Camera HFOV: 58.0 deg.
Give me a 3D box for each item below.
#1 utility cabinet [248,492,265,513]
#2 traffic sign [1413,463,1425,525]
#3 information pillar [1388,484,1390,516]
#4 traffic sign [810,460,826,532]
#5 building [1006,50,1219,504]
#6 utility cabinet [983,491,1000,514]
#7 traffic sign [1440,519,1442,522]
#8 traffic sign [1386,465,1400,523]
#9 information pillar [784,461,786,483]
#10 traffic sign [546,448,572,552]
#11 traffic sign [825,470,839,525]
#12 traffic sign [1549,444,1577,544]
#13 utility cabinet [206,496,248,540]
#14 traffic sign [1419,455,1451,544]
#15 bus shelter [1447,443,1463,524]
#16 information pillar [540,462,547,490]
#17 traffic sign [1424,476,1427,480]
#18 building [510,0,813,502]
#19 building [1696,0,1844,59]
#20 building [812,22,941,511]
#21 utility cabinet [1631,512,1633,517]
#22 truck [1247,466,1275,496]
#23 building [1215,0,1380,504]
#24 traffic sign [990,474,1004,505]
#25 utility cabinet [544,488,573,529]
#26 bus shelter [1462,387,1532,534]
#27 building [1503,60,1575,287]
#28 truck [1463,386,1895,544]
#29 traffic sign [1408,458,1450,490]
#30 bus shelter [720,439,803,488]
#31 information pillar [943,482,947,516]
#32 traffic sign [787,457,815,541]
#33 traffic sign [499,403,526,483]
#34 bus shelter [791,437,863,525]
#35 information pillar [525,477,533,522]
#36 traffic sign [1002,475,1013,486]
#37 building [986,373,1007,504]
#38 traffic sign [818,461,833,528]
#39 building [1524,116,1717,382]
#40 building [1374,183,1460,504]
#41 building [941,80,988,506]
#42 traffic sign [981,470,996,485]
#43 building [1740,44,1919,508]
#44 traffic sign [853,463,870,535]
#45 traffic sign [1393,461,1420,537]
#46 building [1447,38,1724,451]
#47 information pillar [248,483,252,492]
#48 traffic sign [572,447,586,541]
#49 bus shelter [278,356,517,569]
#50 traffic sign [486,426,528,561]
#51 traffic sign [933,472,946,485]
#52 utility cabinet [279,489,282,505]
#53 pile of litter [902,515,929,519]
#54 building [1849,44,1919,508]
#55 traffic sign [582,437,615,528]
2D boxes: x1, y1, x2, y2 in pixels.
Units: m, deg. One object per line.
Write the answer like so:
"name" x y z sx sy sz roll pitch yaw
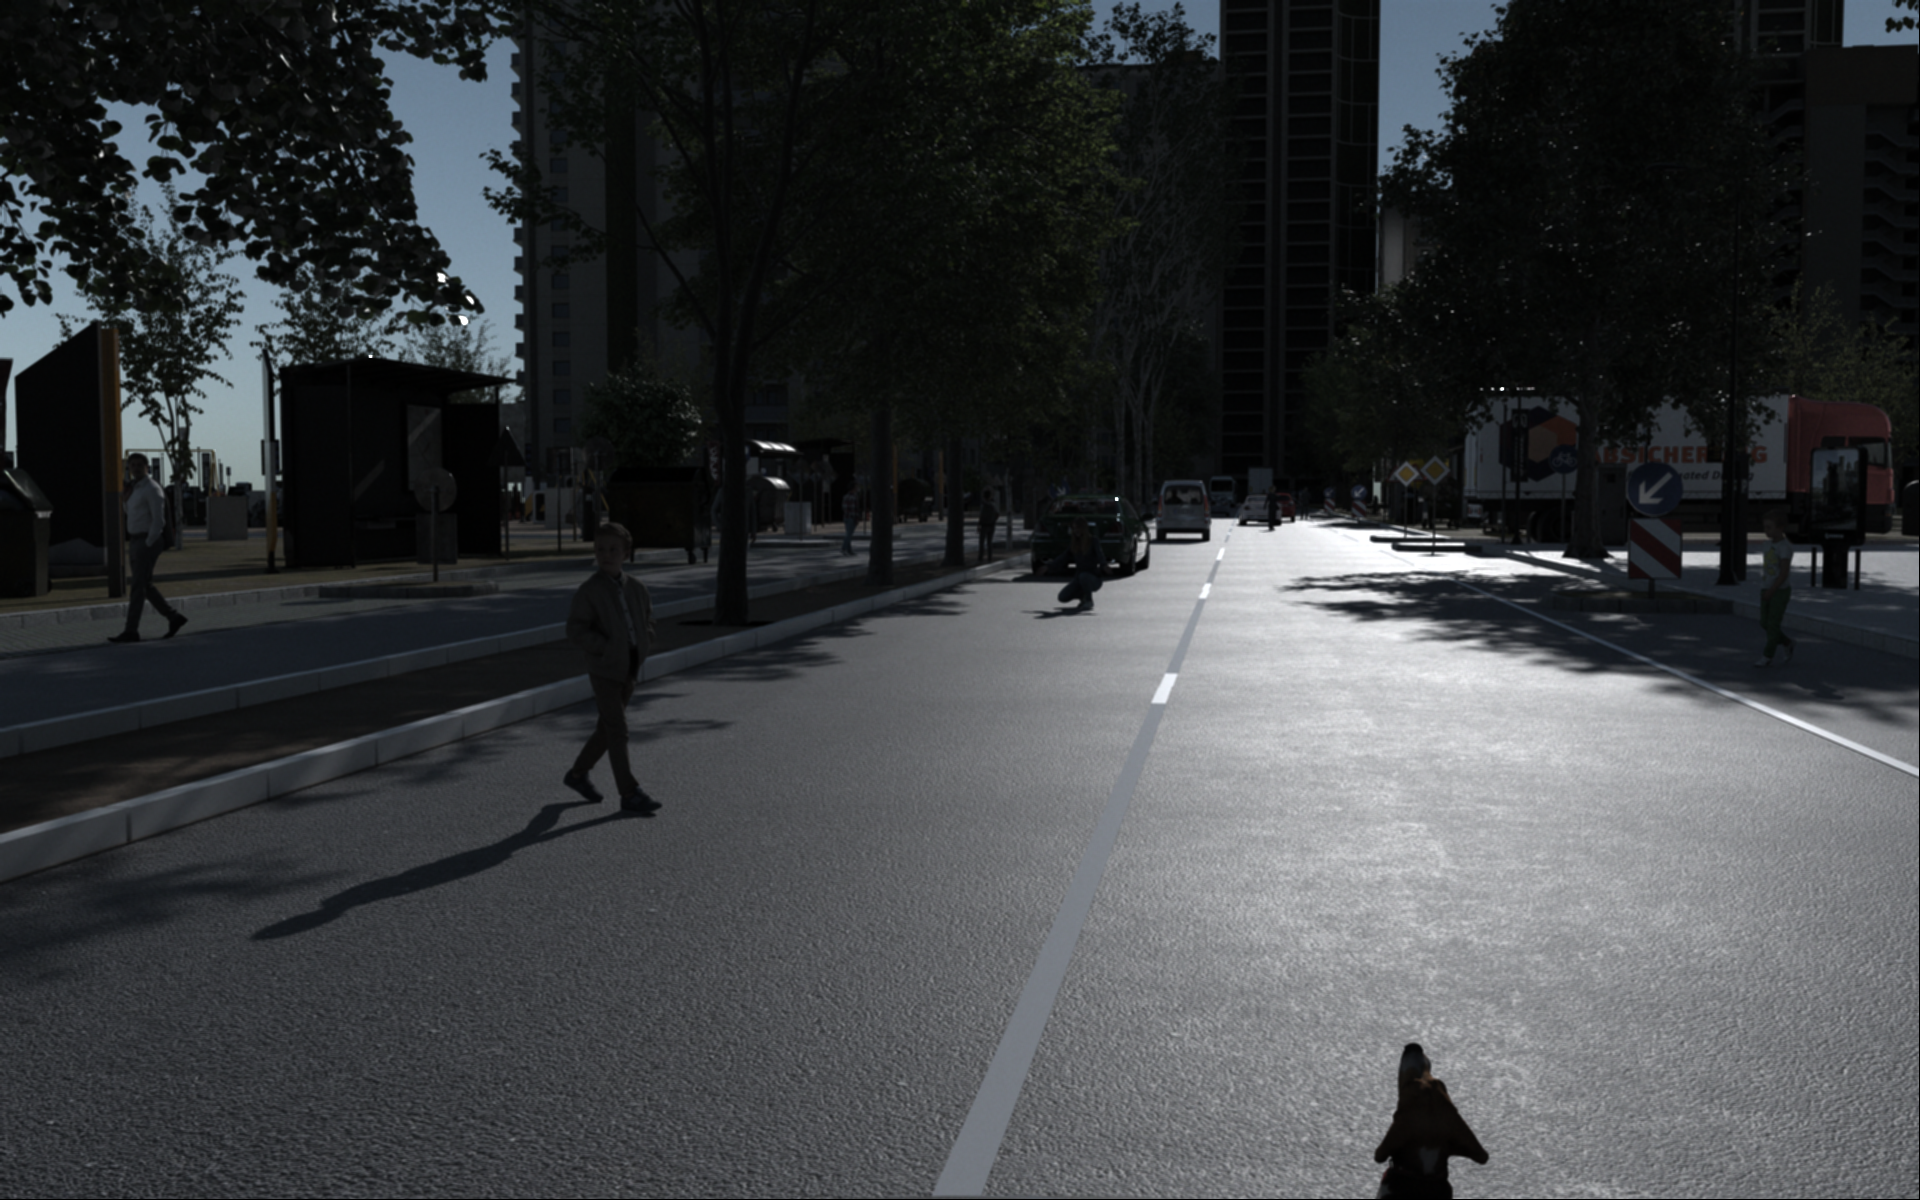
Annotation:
"utility cabinet" -44.231 -6.148 109.204 1.173 1.500 0.318 -1 4 -10
"traffic sign" 18.954 -4.414 72.165 0.884 2.594 0.081 1 4 17
"information pillar" 24.678 -5.781 99.006 0.304 2.012 0.304 -3 5 -44
"traffic sign" -4.933 -3.537 59.012 0.795 2.450 0.064 1 4 15
"building" 20.837 -42.397 235.186 28.212 58.520 21.231 1 4 9
"utility cabinet" 2.061 -6.362 112.695 1.173 1.500 0.318 3 5 44
"traffic sign" 21.808 -4.791 78.447 0.768 2.556 0.104 1 4 19
"traffic sign" 19.482 -4.738 77.470 0.884 2.594 0.081 1 4 16
"information pillar" -11.145 -7.227 109.519 0.183 3.616 0.504 1 4 17
"traffic sign" -8.839 -2.205 38.174 0.606 2.300 0.079 1 4 13
"traffic sign" -5.364 -4.291 71.336 0.795 2.450 0.064 1 4 12
"traffic sign" 15.484 -2.711 44.427 0.768 2.556 0.104 1 4 11
"utility cabinet" -20.457 -2.273 48.332 1.020 1.237 0.306 -3 5 -39
"traffic sign" 12.112 -2.481 44.213 0.795 2.450 0.064 1 4 9
"bus shelter" 21.959 -5.864 73.515 2.179 5.291 8.768 1 4 10
"information pillar" -29.872 -8.122 124.145 0.504 3.616 0.183 0 4 3
"traffic sign" 26.441 -5.941 97.247 0.768 2.556 0.104 1 4 11
"building" -32.737 -39.518 188.118 28.212 58.520 21.231 1 4 9
"building" 100.923 -47.934 221.977 20.611 71.187 20.563 1 4 9
"building" -14.362 -36.947 146.089 21.231 58.520 28.212 1 4 9
"utility cabinet" 25.635 -3.455 65.170 1.173 1.500 0.318 2 4 34
"truck" 31.070 -11.621 178.919 2.839 4.237 11.283 1 4 10
"building" 44.875 -48.458 230.543 20.611 71.187 20.563 1 4 9
"traffic sign" 2.315 -6.663 108.936 0.884 2.594 0.081 1 4 19
"utility cabinet" -14.477 -3.306 62.732 1.173 1.500 0.318 2 4 26
"bus shelter" 19.041 -5.006 59.474 2.179 5.291 8.768 1 4 9
"building" 52.950 -28.381 147.630 14.154 41.232 14.086 1 4 9
"truck" 19.508 -3.529 46.612 11.283 4.237 2.839 1 4 9
"traffic sign" 26.395 -6.346 97.628 2.265 3.308 0.079 1 4 13
"bus shelter" -7.559 -4.360 65.207 2.014 3.302 5.546 1 4 9
"information pillar" -0.904 -5.809 99.467 0.304 2.012 0.304 -2 4 -30
"traffic sign" -4.308 -2.648 46.930 0.795 2.450 0.064 1 4 9
"traffic sign" -10.846 -2.763 39.046 2.265 3.308 0.079 1 4 14
"bus shelter" -5.712 -5.119 74.974 1.731 3.624 6.357 1 4 9
"information pillar" -20.136 -5.471 80.798 0.504 3.616 0.183 3 4 37
"traffic sign" 3.087 -6.876 112.527 0.768 2.556 0.104 1 4 10
"building" -5.952 -40.052 244.092 27.495 52.752 28.713 1 4 9
"traffic sign" -5.222 -4.027 65.950 0.768 2.556 0.104 1 4 16
"building" 50.579 -22.148 133.814 14.160 30.474 14.107 1 4 9
"building" 61.878 -33.179 226.077 14.086 41.232 14.154 1 4 9
"building" -8.554 -45.551 183.004 20.611 71.187 20.563 1 4 9
"traffic sign" 1.548 -5.817 95.108 0.884 2.594 0.081 1 4 10
"building" 83.900 -31.900 171.680 14.200 45.320 14.600 1 4 9
"traffic sign" -3.010 -3.129 54.809 0.795 2.450 0.064 1 4 9
"traffic sign" 13.411 -2.963 52.092 0.795 2.450 0.064 1 4 9
"building" 59.640 -31.408 168.148 22.147 44.769 28.867 1 4 9
"information pillar" -47.862 -6.861 116.673 0.304 2.012 0.304 -2 4 -30
"traffic sign" -10.528 -2.885 47.275 0.768 2.556 0.104 1 4 15
"bus shelter" -10.427 -2.534 32.715 1.731 3.624 6.357 1 4 9
"traffic sign" -8.719 -2.036 33.301 0.884 2.594 0.081 1 4 16
"traffic sign" -1.139 -5.939 97.201 0.768 2.556 0.104 1 4 19
"utility cabinet" -39.194 -5.591 100.087 0.318 1.500 1.173 -2 4 -34
"pile of litter" -2.380 -4.660 90.162 1.176 0.858 1.719 -1 4 -20
"building" 97.987 -31.788 169.840 14.200 45.320 14.600 1 4 9
"traffic sign" -8.018 -2.339 38.346 0.768 2.556 0.104 1 4 11
